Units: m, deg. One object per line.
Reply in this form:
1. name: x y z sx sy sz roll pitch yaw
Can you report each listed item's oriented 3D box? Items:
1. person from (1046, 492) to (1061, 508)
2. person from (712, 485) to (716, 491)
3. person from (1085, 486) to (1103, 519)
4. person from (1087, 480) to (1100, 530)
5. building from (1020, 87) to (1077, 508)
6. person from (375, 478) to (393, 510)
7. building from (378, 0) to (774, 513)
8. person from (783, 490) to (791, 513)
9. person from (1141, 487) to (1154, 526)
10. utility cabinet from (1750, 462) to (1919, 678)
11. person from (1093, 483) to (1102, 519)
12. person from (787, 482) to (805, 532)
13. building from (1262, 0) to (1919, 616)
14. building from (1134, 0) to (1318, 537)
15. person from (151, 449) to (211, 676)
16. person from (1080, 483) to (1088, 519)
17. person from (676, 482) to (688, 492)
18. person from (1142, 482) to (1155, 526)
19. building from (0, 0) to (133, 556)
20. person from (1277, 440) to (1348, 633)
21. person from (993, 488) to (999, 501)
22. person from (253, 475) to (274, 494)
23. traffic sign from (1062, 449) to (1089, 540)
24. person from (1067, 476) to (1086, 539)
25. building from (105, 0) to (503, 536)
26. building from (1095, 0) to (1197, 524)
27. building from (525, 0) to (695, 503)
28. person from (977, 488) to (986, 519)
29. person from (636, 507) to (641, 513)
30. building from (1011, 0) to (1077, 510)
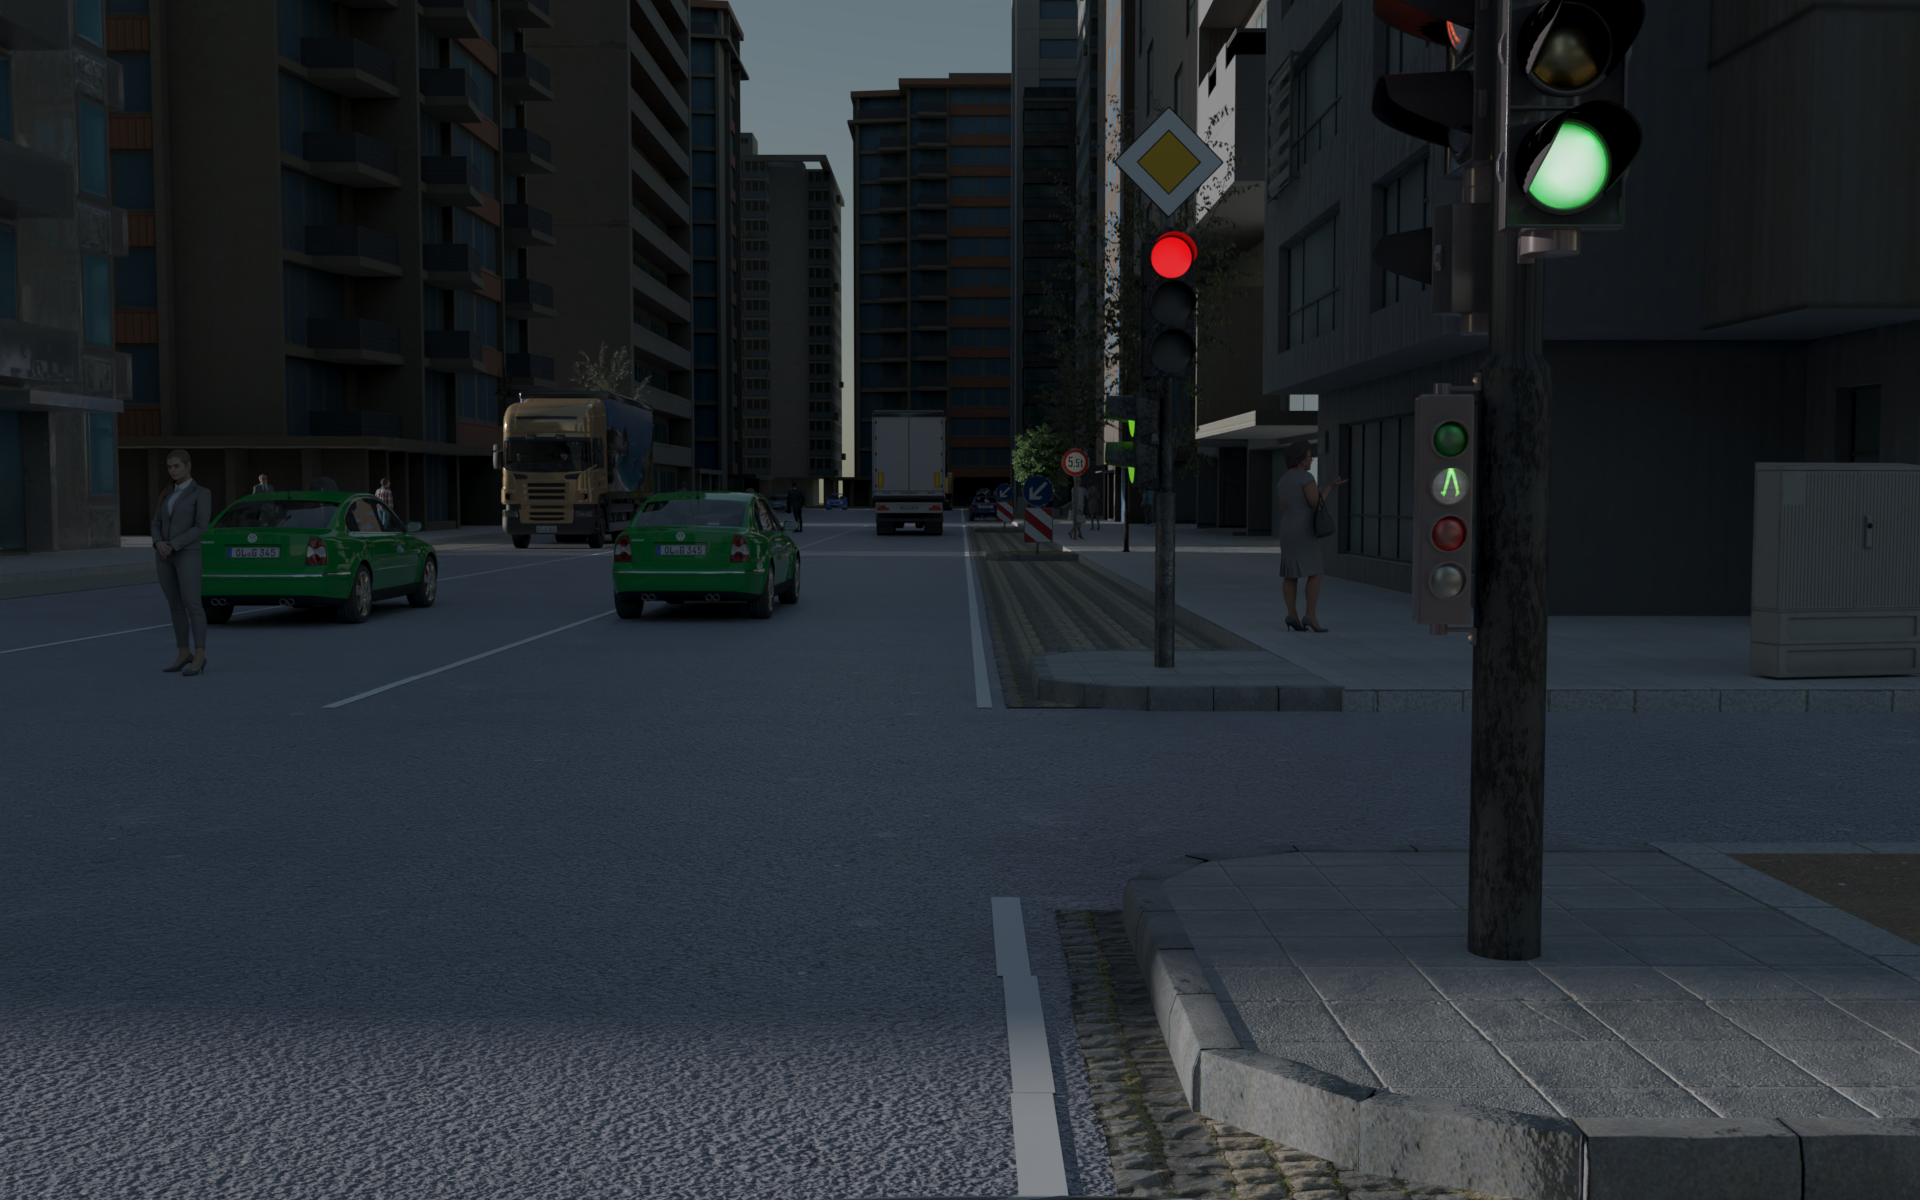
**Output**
1. person: 4.645 -5.054 89.467 1.217 1.735 0.721 -1 4 -17
2. person: -16.595 -6.781 116.545 0.705 1.869 1.348 -2 4 -25
3. person: 6.939 -5.114 90.376 1.217 1.735 0.721 0 4 -1
4. person: 4.746 -3.390 61.817 0.599 1.781 0.374 -1 4 -23
5. building: 11.371 -21.702 126.536 14.160 30.474 14.107 0 3 0
6. person: -16.127 -2.543 48.459 0.563 1.720 0.643 2 4 27
7. building: -31.904 -30.344 150.748 28.867 44.769 22.147 0 3 0
8. person: -12.727 -7.276 128.172 0.721 1.735 1.217 2 4 26
9. person: 7.491 -3.836 68.775 0.620 1.820 0.660 2 4 32
10. utility cabinet: 6.159 -0.210 12.108 1.173 1.500 0.318 -1 4 -12
11. person: 7.115 -5.116 89.553 0.599 1.838 0.709 0 4 3
12. person: -6.164 -3.494 64.982 0.648 1.900 0.474 -3 5 -40
13. building: 11.762 -20.581 20.091 14.086 41.232 14.154 0 3 0
14. building: 19.852 -28.207 50.431 28.713 52.752 27.495 0 3 0
15. person: -6.267 -0.310 13.845 0.520 1.790 0.573 0 4 1
16. person: 6.222 -5.097 89.242 0.709 1.838 0.599 -1 4 -18
17. person: -8.370 -2.700 52.753 0.694 1.812 0.767 -1 4 -11
18. person: 7.587 -3.889 69.810 0.511 1.800 0.466 1 4 20
19. building: -29.720 -24.933 27.264 23.786 49.044 30.456 0 3 0
20. person: 3.291 -0.594 16.114 0.532 1.782 0.716 -2 4 -25
21. person: 3.249 -8.937 152.036 0.709 1.838 0.599 0 4 2
22. person: -18.650 -2.466 46.543 0.661 1.801 0.590 -3 4 -38
23. traffic sign: 3.234 -2.963 48.549 0.768 2.556 0.104 0 4 2
24. person: 3.300 -2.625 49.306 0.624 1.780 0.694 -1 4 -16
25. building: -28.054 -25.099 64.986 22.147 44.769 28.867 0 3 0
26. building: 13.786 -26.259 79.452 14.600 45.320 14.200 0 3 0
27. building: -27.486 -29.013 98.070 21.300 48.544 21.600 0 3 0
28. person: 1.304 -5.571 100.102 1.217 1.766 0.721 1 4 23
29. person: -6.906 -1.493 38.403 0.738 1.151 1.012 1 4 23
30. building: 14.858 -37.041 147.617 21.231 58.520 28.212 0 3 0
